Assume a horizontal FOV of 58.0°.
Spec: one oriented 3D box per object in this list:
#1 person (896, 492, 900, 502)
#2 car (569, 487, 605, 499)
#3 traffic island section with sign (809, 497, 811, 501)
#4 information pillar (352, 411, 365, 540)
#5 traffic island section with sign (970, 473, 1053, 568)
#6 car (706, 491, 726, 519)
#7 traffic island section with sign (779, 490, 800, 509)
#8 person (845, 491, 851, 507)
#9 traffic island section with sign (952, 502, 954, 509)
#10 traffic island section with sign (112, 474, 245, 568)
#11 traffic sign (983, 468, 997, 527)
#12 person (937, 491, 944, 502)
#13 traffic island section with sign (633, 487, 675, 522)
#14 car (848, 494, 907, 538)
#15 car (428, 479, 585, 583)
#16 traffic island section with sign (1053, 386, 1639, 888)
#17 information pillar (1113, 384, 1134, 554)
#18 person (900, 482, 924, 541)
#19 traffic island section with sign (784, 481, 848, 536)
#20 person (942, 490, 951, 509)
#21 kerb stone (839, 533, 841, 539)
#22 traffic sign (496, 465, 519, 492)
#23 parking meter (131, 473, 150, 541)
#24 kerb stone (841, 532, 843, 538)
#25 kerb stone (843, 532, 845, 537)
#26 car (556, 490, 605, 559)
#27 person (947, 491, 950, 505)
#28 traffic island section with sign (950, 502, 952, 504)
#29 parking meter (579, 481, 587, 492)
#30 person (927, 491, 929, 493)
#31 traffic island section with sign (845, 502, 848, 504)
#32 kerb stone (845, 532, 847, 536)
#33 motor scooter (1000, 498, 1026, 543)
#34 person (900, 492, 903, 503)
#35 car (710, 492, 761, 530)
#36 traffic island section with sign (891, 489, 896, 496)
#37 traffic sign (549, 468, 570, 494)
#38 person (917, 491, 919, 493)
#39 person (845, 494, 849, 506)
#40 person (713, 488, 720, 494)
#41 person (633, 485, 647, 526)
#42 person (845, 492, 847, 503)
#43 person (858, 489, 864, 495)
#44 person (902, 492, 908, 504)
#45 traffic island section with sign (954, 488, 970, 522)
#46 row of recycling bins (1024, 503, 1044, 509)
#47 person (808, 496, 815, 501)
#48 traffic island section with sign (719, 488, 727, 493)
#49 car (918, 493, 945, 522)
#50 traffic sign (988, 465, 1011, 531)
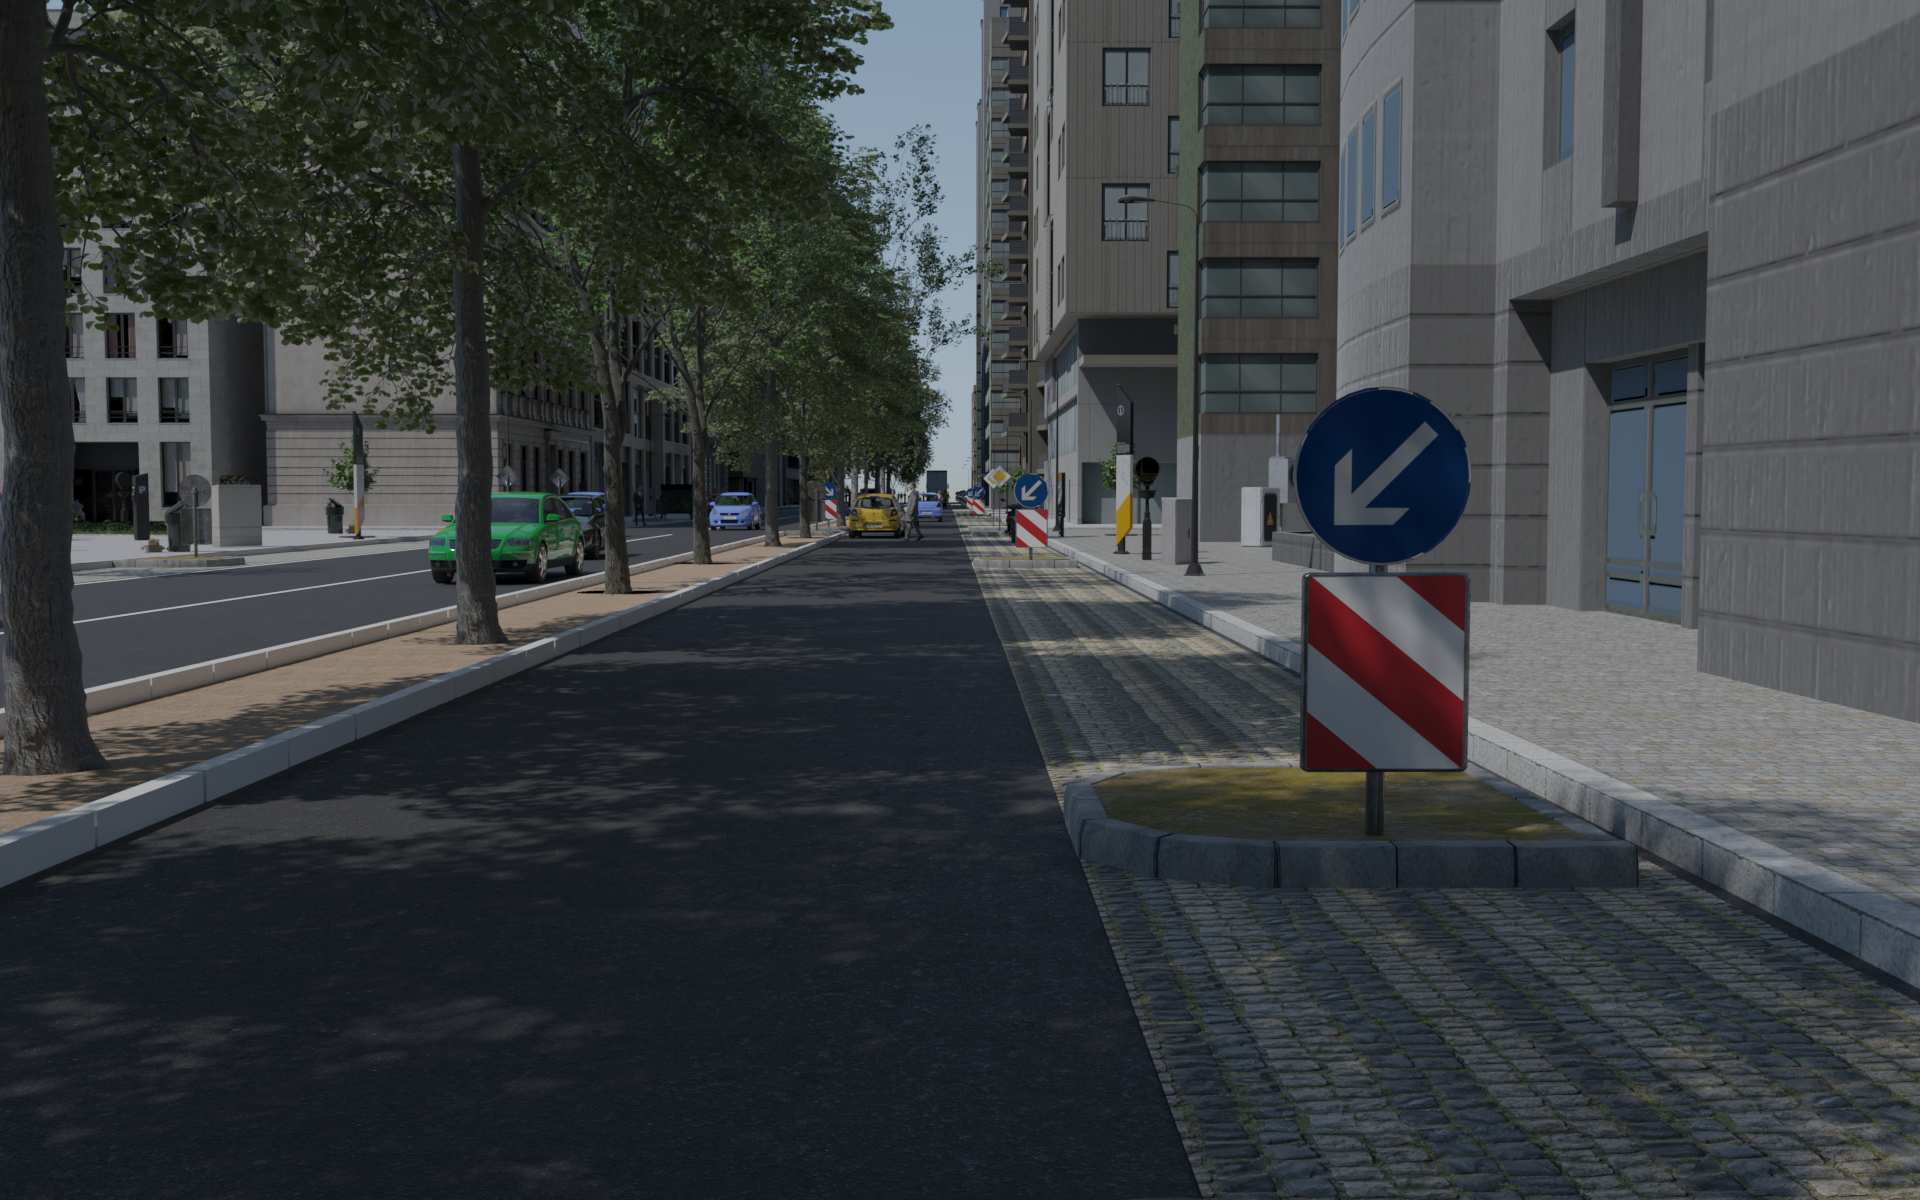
[{"bbox_3d":[-9.405,-15.667,265.587,0.756,1.711,0.436,-2,4,-30],"label":"person"},{"bbox_3d":[-12.459,-2.930,57.496,1.945,1.707,3.694,0,4,1],"label":"car"},{"bbox_3d":[-16.623,-11.382,194.726,1.989,1.847,2.006,0,4,0],"label":"traffic island section with sign"},{"bbox_3d":[-16.990,-3.521,48.926,0.183,3.616,0.504,0,4,5],"label":"information pillar"},{"bbox_3d":[1.261,-1.561,34.152,1.989,1.847,2.006,0,4,0],"label":"traffic island section with sign"},{"bbox_3d":[-13.034,-5.248,94.837,2.155,1.783,4.494,0,3,0],"label":"car"},{"bbox_3d":[-16.409,-9.699,167.214,1.989,1.847,2.006,0,4,0],"label":"traffic island section with sign"},{"bbox_3d":[-12.443,-11.456,195.822,1.348,1.821,0.705,3,5,44],"label":"person"},{"bbox_3d":[0.629,-6.646,117.287,1.989,1.847,2.006,0,4,0],"label":"traffic island section with sign"},{"bbox_3d":[-15.407,-1.578,34.422,1.989,1.847,2.006,0,4,0],"label":"traffic island section with sign"},{"bbox_3d":[1.307,-3.921,67.758,0.795,2.450,0.064,0,4,0],"label":"traffic sign"},{"bbox_3d":[-1.775,-8.463,147.803,0.756,1.711,0.436,0,4,-3],"label":"person"},{"bbox_3d":[-15.835,-4.966,89.826,1.989,1.847,2.006,0,4,0],"label":"traffic island section with sign"},{"bbox_3d":[-2.727,-2.890,57.480,2.015,1.641,3.980,0,4,1],"label":"car"},{"bbox_3d":[-7.596,-1.253,29.286,1.959,1.807,4.718,0,4,0],"label":"car"},{"bbox_3d":[1.455,0.088,7.197,1.989,1.847,2.006,0,4,0],"label":"traffic island section with sign"},{"bbox_3d":[3.494,-2.781,36.827,0.183,3.616,0.504,-2,4,-33],"label":"information pillar"},{"bbox_3d":[-1.484,-2.734,53.300,0.767,1.812,0.694,0,4,-3],"label":"person"},{"bbox_3d":[-5.021,-3.175,60.041,2.006,1.907,1.989,0,4,0],"label":"traffic island section with sign"},{"bbox_3d":[-1.492,-9.903,170.502,1.348,1.812,0.705,-1,4,-17],"label":"person"},{"bbox_3d":[-3.914,-1.986,54.661,0.120,0.150,1.000,0,4,0],"label":"kerb stone"},{"bbox_3d":[-15.577,-3.427,59.667,0.795,2.450,0.064,0,4,0],"label":"traffic sign"},{"bbox_3d":[-22.642,-2.578,47.855,0.399,1.863,0.255,-3,5,-44],"label":"parking meter"},{"bbox_3d":[-3.923,-2.048,55.684,0.120,0.150,1.000,0,4,0],"label":"kerb stone"},{"bbox_3d":[-3.931,-2.106,56.706,0.120,0.150,1.000,0,4,0],"label":"kerb stone"},{"bbox_3d":[-8.843,-1.797,39.175,2.009,1.686,4.222,0,4,-2],"label":"car"},{"bbox_3d":[-1.643,-13.712,232.627,0.705,1.831,1.348,-1,4,-21],"label":"person"},{"bbox_3d":[0.251,-9.726,167.643,1.989,1.847,2.006,0,4,0],"label":"traffic island section with sign"},{"bbox_3d":[-17.402,-4.540,79.938,0.255,1.863,0.399,-2,4,-33],"label":"parking meter"},{"bbox_3d":[-3.105,-9.875,170.500,0.434,1.755,0.990,1,4,21],"label":"person"},{"bbox_3d":[-17.236,-16.410,276.937,1.989,1.847,2.006,0,4,0],"label":"traffic island section with sign"},{"bbox_3d":[-3.936,-2.163,57.739,0.120,0.150,1.000,0,4,0],"label":"kerb stone"},{"bbox_3d":[1.598,-2.329,50.854,0.815,1.314,1.986,0,4,0],"label":"motor scooter"},{"bbox_3d":[-9.853,-17.300,291.448,1.348,1.812,0.705,-1,4,-20],"label":"person"},{"bbox_3d":[-9.010,-3.667,69.553,1.945,1.707,3.694,0,4,0],"label":"car"},{"bbox_3d":[-5.638,-8.223,142.585,2.006,1.907,1.989,0,4,0],"label":"traffic island section with sign"},{"bbox_3d":[-15.637,-3.915,67.652,0.795,2.450,0.064,0,4,0],"label":"traffic sign"},{"bbox_3d":[-4.084,-9.447,163.673,0.721,1.735,1.217,1,4,13],"label":"person"},{"bbox_3d":[-12.999,-11.906,203.982,1.217,1.723,0.721,-1,4,-20],"label":"person"},{"bbox_3d":[-15.915,-6.413,113.319,0.580,1.828,0.573,1,4,14],"label":"person"},{"bbox_3d":[-14.492,-4.297,78.534,0.659,1.850,0.755,-3,5,-40],"label":"person"},{"bbox_3d":[-17.312,-15.566,263.666,0.551,1.740,0.621,1,4,19],"label":"person"},{"bbox_3d":[-6.968,-6.889,121.257,0.709,1.813,0.853,1,4,9],"label":"person"},{"bbox_3d":[-7.802,-14.540,246.215,0.705,1.826,1.348,3,4,37],"label":"person"},{"bbox_3d":[0.837,-4.941,89.406,1.989,1.847,2.006,0,4,0],"label":"traffic island section with sign"},{"bbox_3d":[5.578,-5.879,103.242,3.534,1.692,1.069,1,4,11],"label":"row of recycling bins"},{"bbox_3d":[-12.331,-8.307,145.028,1.217,1.736,0.721,-1,4,-10],"label":"person"},{"bbox_3d":[-16.035,-6.615,116.780,1.989,1.847,2.006,0,4,0],"label":"traffic island section with sign"},{"bbox_3d":[-1.738,-4.872,89.250,1.945,1.707,3.694,0,4,-1],"label":"car"},{"bbox_3d":[1.367,-3.433,59.773,0.795,2.450,0.064,0,4,0],"label":"traffic sign"}]
